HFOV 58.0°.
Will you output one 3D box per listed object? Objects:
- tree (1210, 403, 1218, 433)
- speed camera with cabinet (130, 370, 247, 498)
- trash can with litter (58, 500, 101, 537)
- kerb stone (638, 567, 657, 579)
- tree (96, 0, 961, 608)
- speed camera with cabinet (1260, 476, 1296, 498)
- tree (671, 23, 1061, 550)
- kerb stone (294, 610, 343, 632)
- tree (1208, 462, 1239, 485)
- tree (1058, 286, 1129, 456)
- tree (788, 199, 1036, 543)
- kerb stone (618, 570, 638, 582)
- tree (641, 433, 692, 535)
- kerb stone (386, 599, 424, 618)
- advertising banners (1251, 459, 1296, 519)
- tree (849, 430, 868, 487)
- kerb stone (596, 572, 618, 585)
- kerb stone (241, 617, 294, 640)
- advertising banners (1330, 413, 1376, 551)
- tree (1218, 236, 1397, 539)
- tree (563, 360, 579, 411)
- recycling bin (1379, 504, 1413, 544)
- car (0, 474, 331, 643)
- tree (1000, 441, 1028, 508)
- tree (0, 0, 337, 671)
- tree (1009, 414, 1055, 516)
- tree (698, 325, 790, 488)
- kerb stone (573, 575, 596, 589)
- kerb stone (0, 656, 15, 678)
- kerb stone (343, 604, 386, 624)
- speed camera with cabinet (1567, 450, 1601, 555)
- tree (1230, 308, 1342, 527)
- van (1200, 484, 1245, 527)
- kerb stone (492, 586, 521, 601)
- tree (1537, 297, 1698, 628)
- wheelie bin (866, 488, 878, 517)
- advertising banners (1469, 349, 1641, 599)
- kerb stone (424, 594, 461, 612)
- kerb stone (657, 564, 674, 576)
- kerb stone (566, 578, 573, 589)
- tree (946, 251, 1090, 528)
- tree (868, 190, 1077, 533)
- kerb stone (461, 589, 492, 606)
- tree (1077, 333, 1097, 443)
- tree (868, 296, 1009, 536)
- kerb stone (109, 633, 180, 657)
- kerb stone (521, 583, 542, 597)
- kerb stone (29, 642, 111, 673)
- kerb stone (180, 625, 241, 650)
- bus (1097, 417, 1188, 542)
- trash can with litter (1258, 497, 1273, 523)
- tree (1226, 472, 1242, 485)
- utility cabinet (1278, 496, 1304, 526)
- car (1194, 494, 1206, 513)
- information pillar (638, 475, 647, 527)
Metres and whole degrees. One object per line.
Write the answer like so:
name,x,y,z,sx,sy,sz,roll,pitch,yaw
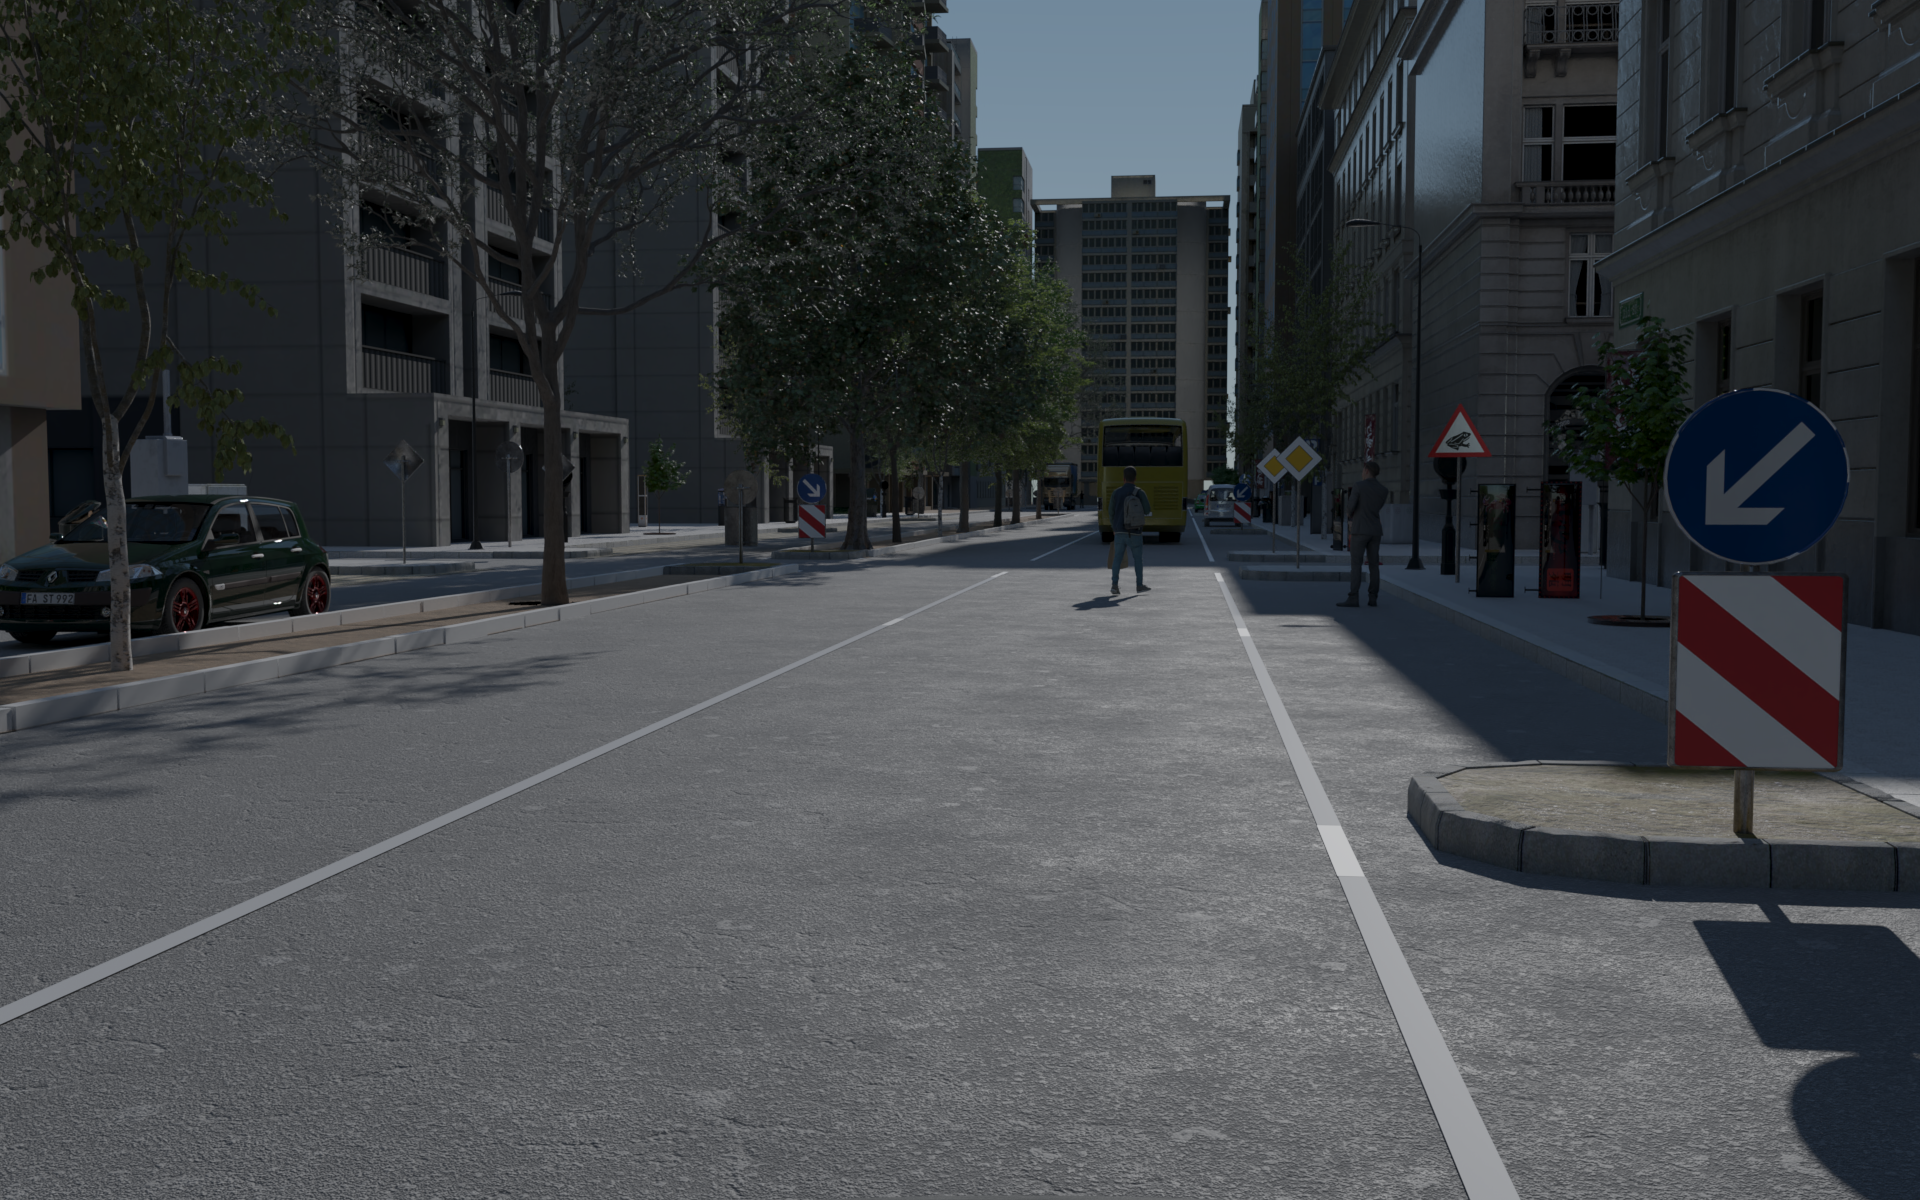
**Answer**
tree,16.338,-8.968,96.985,4.737,8.622,4.395,0,3,0
speed camera with cabinet,-12.608,-2.081,28.358,0.660,3.252,2.038,1,4,17
trash can with litter,-16.162,-1.233,31.548,1.055,1.170,0.624,1,4,17
kerb stone,-5.427,-0.445,29.547,0.120,0.150,1.000,0,4,7
tree,-5.187,-6.657,21.676,12.009,13.543,11.850,0,3,0
speed camera with cabinet,16.697,-5.906,90.895,0.660,3.252,2.038,-3,5,-39
tree,-2.502,-7.507,42.204,9.611,12.733,9.660,0,3,0
kerb stone,-6.869,0.236,18.362,0.120,0.150,1.000,0,4,7
tree,28.791,-12.517,188.358,4.285,4.588,4.351,0,3,0
tree,4.465,-11.287,97.377,12.009,13.543,11.850,0,3,0
tree,-1.788,-6.977,50.938,8.767,10.594,7.601,0,4,7
kerb stone,-5.557,-0.388,28.533,0.120,0.150,1.000,0,4,7
tree,-9.529,-3.672,54.637,1.663,3.219,1.824,0,3,0
kerb stone,-6.613,0.111,20.399,0.120,0.150,1.000,0,4,7
advertising banners,15.691,-5.515,86.350,2.074,3.025,0.090,1,4,23
tree,-4.581,-9.192,100.650,4.360,8.622,3.978,0,3,0
kerb stone,-5.689,-0.326,27.520,0.120,0.150,1.000,0,4,7
kerb stone,-7.003,0.304,17.342,0.120,0.150,1.000,0,4,7
advertising banners,8.745,-2.589,38.522,0.090,3.025,2.074,-1,4,-13
tree,10.103,-6.032,48.984,4.737,8.622,4.395,0,3,0
tree,-18.249,-7.510,73.151,4.360,8.622,3.978,0,3,0
recycling bin,11.208,-1.957,44.551,0.722,1.027,0.722,-1,4,-19
car,-8.080,-0.491,17.821,2.009,1.686,4.222,0,4,7
tree,4.806,-13.007,163.023,4.737,8.622,4.395,0,3,0
tree,-6.767,-3.711,13.501,4.737,8.622,4.395,0,3,0
tree,3.050,-8.352,89.370,4.360,8.622,3.978,0,3,0
tree,-8.421,-7.283,69.434,4.360,8.622,3.978,0,3,0
kerb stone,-5.828,-0.263,26.498,0.120,0.150,1.000,0,4,7
kerb stone,-7.519,0.548,13.267,0.120,0.150,1.000,0,4,7
kerb stone,-6.735,0.172,19.384,0.120,0.150,1.000,0,4,7
speed camera with cabinet,13.419,-2.623,37.216,0.660,3.252,2.038,1,4,22
tree,12.731,-7.146,67.192,4.360,8.622,3.978,0,3,0
van,11.703,-4.290,77.150,2.013,2.044,4.112,0,4,8
kerb stone,-6.218,-0.076,23.443,0.120,0.150,1.000,0,4,7
tree,6.868,-1.379,17.143,1.663,3.219,1.824,0,3,0
wheelie bin,-4.982,-5.404,96.261,0.980,1.594,0.693,2,4,29
advertising banners,7.335,-1.530,21.209,2.074,3.025,0.090,1,4,14
kerb stone,-6.472,0.048,21.411,0.120,0.150,1.000,0,4,7
kerb stone,-5.304,-0.512,30.564,0.120,0.150,1.000,0,4,7
kerb stone,-5.960,-0.200,25.475,0.120,0.150,1.000,0,4,7
tree,1.700,-8.872,73.272,9.928,11.665,9.643,0,3,0
tree,0.087,-8.774,64.044,7.486,12.596,7.792,0,3,0
kerb stone,-6.346,-0.012,22.429,0.120,0.150,1.000,0,4,7
tree,2.583,-9.872,81.992,7.486,12.596,7.792,0,3,0
tree,-0.653,-6.441,58.128,4.360,8.622,3.978,0,3,0
kerb stone,-7.257,0.422,15.303,0.120,0.150,1.000,0,4,7
kerb stone,-6.089,-0.137,24.461,0.120,0.150,1.000,0,4,7
kerb stone,-7.385,0.484,14.280,0.120,0.150,1.000,0,4,7
kerb stone,-7.125,0.361,16.322,0.120,0.150,1.000,0,4,7
bus,5.666,-3.845,54.414,2.896,3.916,12.252,0,4,5
trash can with litter,13.865,-4.034,77.348,1.055,1.170,0.624,-3,5,-39
tree,21.773,-8.658,136.153,1.663,3.219,1.824,0,3,0
utility cabinet,13.458,-3.624,70.417,1.020,1.237,0.306,-1,4,-20
car,18.981,-7.626,133.488,1.959,1.807,4.718,0,4,8
information pillar,-12.312,-3.834,67.178,0.304,2.012,0.304,0,4,3
